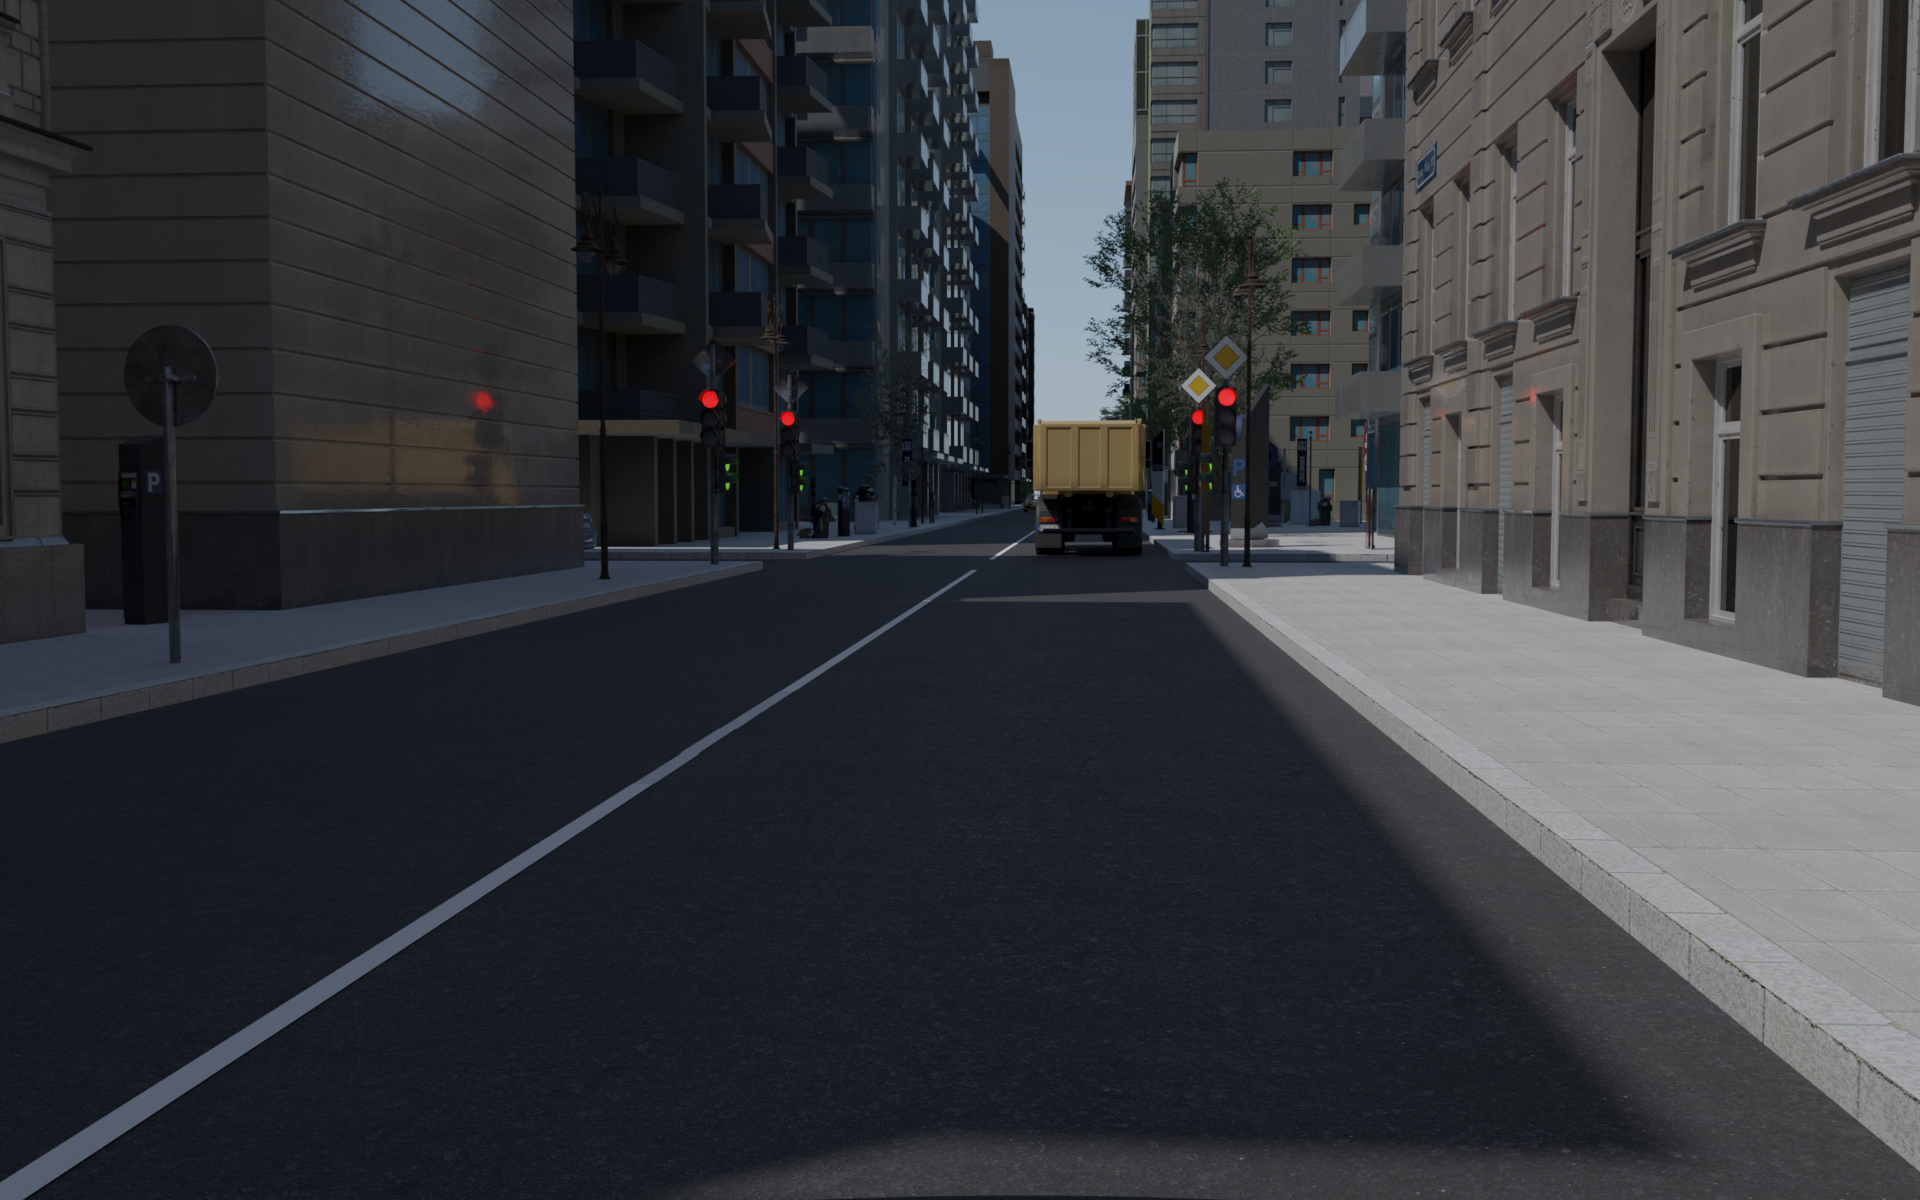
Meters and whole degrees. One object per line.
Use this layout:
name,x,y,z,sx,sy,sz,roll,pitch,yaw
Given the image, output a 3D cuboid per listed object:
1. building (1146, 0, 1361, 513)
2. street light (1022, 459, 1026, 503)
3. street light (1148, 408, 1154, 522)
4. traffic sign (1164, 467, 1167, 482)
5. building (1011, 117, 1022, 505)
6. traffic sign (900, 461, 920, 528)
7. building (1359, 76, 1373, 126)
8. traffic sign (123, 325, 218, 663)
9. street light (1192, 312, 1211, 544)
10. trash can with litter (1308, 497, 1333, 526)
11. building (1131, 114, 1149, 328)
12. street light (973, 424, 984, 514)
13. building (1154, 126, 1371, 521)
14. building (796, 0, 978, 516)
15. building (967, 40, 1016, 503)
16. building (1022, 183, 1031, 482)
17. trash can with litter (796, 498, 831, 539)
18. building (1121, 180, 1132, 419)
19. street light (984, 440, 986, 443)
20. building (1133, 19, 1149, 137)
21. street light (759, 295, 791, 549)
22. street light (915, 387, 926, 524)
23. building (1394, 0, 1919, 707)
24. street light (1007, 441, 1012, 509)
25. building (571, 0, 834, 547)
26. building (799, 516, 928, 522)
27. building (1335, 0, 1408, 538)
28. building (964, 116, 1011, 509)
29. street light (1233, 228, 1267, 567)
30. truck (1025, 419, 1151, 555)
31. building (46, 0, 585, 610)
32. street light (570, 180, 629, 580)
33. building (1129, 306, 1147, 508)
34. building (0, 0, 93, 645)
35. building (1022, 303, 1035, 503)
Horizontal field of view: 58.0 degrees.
building,20.351,-26.881,123.098,14.154,41.232,14.086,0,4,4
street light,6.874,-13.047,186.099,0.468,5.910,1.993,0,4,4
street light,8.777,-6.476,78.670,0.468,5.910,1.993,0,4,4
traffic sign,7.306,-3.752,63.477,0.606,2.300,0.079,1,4,13
building,-3.543,-35.852,209.876,21.300,48.544,21.600,0,4,4
traffic sign,-1.927,-4.040,66.162,0.768,2.556,0.104,1,4,9
building,29.682,-33.895,143.430,28.713,52.752,27.495,0,4,4
traffic sign,-5.958,-0.793,13.072,0.768,2.556,0.104,1,4,8
street light,6.171,-4.361,44.097,0.468,5.910,1.993,0,4,4
trash can with litter,14.499,-3.574,69.827,0.624,1.170,1.055,-3,4,-38
building,31.778,-35.933,211.214,21.300,48.544,21.600,0,4,4
street light,1.073,-8.356,109.407,0.468,5.910,1.993,0,4,4
building,25.248,-15.356,96.102,27.650,21.520,28.899,0,4,4
building,-10.228,-31.229,130.200,23.786,49.044,30.456,0,4,4
building,-1.599,-32.166,176.026,14.600,45.320,14.200,0,4,4
building,-2.486,-37.690,235.835,23.786,49.044,30.456,0,4,4
trash can with litter,-4.251,-2.367,50.092,1.055,1.170,0.624,2,4,25
building,33.268,-35.587,236.475,22.147,44.769,28.867,0,4,4
street light,1.493,-8.759,115.990,0.468,5.910,1.993,0,4,4
building,34.149,-50.282,260.366,20.563,71.187,20.611,0,4,4
street light,-4.285,-4.127,40.272,0.468,5.910,1.993,0,4,4
street light,-1.621,-6.242,74.841,0.468,5.910,1.993,0,4,4
building,11.876,-13.336,15.310,12.463,27.353,25.104,0,4,4
street light,4.307,-10.908,151.129,0.468,5.910,1.993,0,4,4
building,-16.092,-24.440,54.215,22.147,44.769,28.867,0,4,4
building,-12.326,-28.862,91.498,23.786,49.044,30.456,0,4,4
building,26.749,-26.370,50.765,30.456,49.044,23.786,0,4,4
building,-11.757,-28.499,157.838,32.217,40.220,23.993,0,4,4
street light,5.057,-3.520,30.339,0.468,5.910,1.993,0,4,4
truck,3.286,-2.959,44.297,3.469,3.379,9.791,0,4,4
building,-19.119,-13.925,24.941,25.104,27.353,12.463,0,4,4
street light,-5.347,-3.248,25.895,0.468,5.910,1.993,0,4,4
building,31.095,-20.046,172.783,27.650,21.520,28.899,0,4,4
building,-13.451,-8.692,6.738,10.561,19.102,19.286,0,4,4
building,3.913,-29.780,258.596,14.160,30.474,14.107,0,4,4
